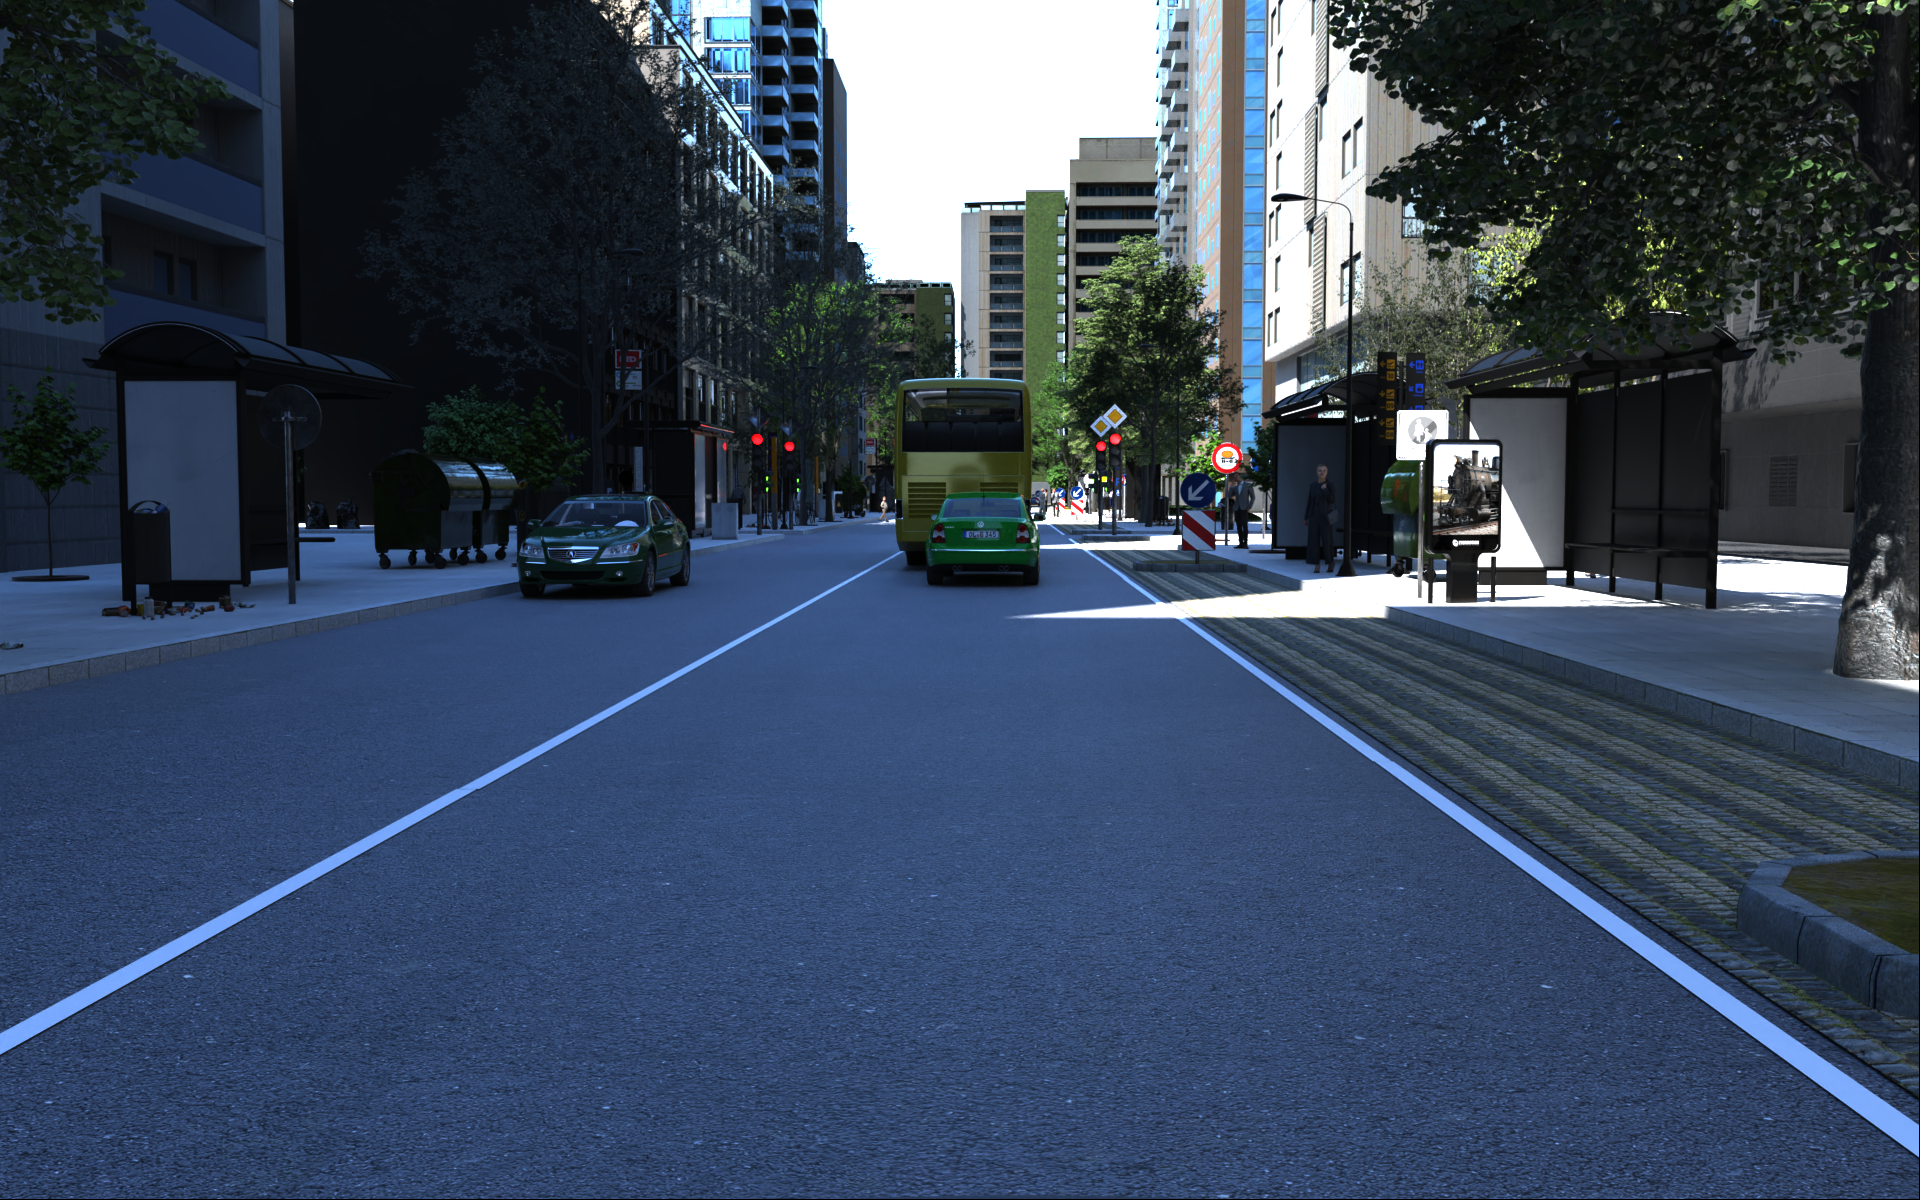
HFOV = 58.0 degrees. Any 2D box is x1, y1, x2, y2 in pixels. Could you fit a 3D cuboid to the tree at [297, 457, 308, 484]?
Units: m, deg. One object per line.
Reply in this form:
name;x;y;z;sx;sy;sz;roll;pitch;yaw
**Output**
tree;-18.878;-3.218;47.218;1.663;3.219;1.824;0;3;0

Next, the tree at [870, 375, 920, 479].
tree;-3.957;-15.272;166.697;9.611;12.733;9.660;0;3;0

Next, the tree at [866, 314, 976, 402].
tree;-4.159;-20.130;185.011;12.611;20.169;13.585;0;3;0

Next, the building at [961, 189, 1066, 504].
building;7.084;-33.717;234.859;14.086;41.232;14.154;0;4;2

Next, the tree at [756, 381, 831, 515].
tree;-10.734;-9.443;104.757;4.737;8.622;4.395;0;3;0

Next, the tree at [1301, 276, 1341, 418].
tree;12.447;-6.208;51.866;4.360;8.622;3.978;0;3;0

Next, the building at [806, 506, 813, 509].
building;-22.522;-51.333;151.961;22.319;86.520;31.000;0;4;2

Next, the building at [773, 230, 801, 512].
building;-18.796;-18.220;127.570;12.332;23.373;15.834;0;4;2

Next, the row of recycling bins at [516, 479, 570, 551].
row of recycling bins;-8.771;-1.802;36.568;1.069;1.692;3.534;-1;4;-18

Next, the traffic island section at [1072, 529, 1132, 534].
traffic island section;5.044;-2.428;61.984;2.009;0.180;2.903;0;4;2

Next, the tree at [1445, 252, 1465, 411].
tree;12.014;-5.120;34.067;4.737;8.622;4.395;0;3;0

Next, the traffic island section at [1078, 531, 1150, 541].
traffic island section;4.830;-1.940;54.002;2.009;0.180;2.903;0;4;2

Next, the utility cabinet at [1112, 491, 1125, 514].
utility cabinet;10.269;-6.298;111.645;0.318;1.500;1.173;-2;4;-27

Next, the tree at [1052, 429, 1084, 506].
tree;11.385;-14.173;182.093;4.737;8.622;4.395;0;3;0

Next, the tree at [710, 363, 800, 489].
tree;-10.801;-8.577;90.596;4.360;8.622;3.978;0;3;0

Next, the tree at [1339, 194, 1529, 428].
tree;11.694;-5.554;41.163;4.360;8.622;3.978;0;3;0

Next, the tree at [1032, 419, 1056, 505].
tree;11.082;-17.030;212.859;7.601;10.594;8.767;3;5;42

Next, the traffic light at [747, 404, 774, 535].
traffic light;-6.268;-3.991;54.169;0.839;4.253;0.868;0;4;2

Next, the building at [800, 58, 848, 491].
building;-18.928;-32.154;175.835;14.600;45.320;14.200;0;4;2

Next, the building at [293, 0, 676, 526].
building;-20.302;-15.160;77.541;12.332;23.373;15.834;0;4;2

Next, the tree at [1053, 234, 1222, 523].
tree;7.987;-9.696;76.664;7.486;12.596;7.792;0;3;0

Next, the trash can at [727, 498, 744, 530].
trash can;-8.140;-3.103;62.393;0.748;1.137;0.748;0;3;0

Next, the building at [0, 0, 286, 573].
building;-29.500;-30.088;33.942;28.212;58.520;21.231;0;4;2

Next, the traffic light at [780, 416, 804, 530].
traffic light;-6.053;-4.479;62.151;0.839;4.253;0.868;0;4;2

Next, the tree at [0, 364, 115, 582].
tree;-13.429;-1.906;25.771;1.663;3.219;1.824;0;3;0

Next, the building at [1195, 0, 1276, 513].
building;24.260;-28.788;120.798;14.600;45.320;14.200;0;4;2

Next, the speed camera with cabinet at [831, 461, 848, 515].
speed camera with cabinet;-7.093;-6.731;104.381;0.660;3.252;2.038;3;5;42

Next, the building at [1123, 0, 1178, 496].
building;29.887;-53.493;187.283;22.319;86.520;31.000;0;4;2

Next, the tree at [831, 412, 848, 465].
tree;-10.117;-10.529;122.505;4.737;8.622;4.395;0;3;0

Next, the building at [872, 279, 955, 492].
building;-7.702;-28.412;236.231;14.107;30.474;14.160;0;4;2

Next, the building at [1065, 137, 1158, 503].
building;25.112;-37.573;238.017;21.600;48.544;21.300;0;4;2

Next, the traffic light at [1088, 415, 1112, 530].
traffic light;5.004;-4.462;61.871;0.839;4.253;0.868;0;4;2

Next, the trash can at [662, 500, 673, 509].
trash can;-7.311;-1.851;41.912;0.748;1.137;0.748;0;3;0

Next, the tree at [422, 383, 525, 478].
tree;-14.456;-4.145;51.479;4.285;4.588;4.351;0;3;0

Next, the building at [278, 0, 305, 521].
building;-42.975;-17.366;77.445;24.014;27.812;14.314;0;4;2

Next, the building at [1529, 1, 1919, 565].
building;21.430;-14.629;32.684;14.314;27.812;24.014;0;4;2

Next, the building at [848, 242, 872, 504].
building;-18.021;-26.161;199.431;14.107;30.474;14.160;0;4;2

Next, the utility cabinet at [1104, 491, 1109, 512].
utility cabinet;10.565;-7.106;124.856;0.318;1.500;1.173;1;4;9

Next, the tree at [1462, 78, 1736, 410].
tree;11.484;-4.842;29.530;4.737;8.622;4.395;0;3;0

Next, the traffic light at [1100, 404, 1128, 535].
traffic light;4.790;-3.974;53.889;0.839;4.253;0.868;0;4;2

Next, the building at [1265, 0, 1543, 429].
building;29.550;-30.115;81.614;27.495;52.752;28.713;0;4;2

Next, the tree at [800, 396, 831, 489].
tree;-10.577;-10.244;117.856;4.360;8.622;3.978;0;3;0

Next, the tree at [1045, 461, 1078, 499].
tree;9.843;-11.374;169.686;4.285;4.588;4.351;0;3;0

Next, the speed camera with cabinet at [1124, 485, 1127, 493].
speed camera with cabinet;10.705;-7.405;115.401;0.660;3.252;2.038;-1;4;-9

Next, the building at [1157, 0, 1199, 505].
building;29.823;-32.914;157.747;23.786;49.044;30.456;0;4;2

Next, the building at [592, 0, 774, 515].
building;-22.877;-18.233;102.631;19.350;26.468;34.151;0;4;2

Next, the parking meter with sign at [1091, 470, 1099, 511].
parking meter with sign;9.836;-8.000;127.066;0.543;3.016;1.738;1;4;11

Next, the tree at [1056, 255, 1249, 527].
tree;7.713;-8.130;67.336;7.601;10.594;8.767;0;4;4
